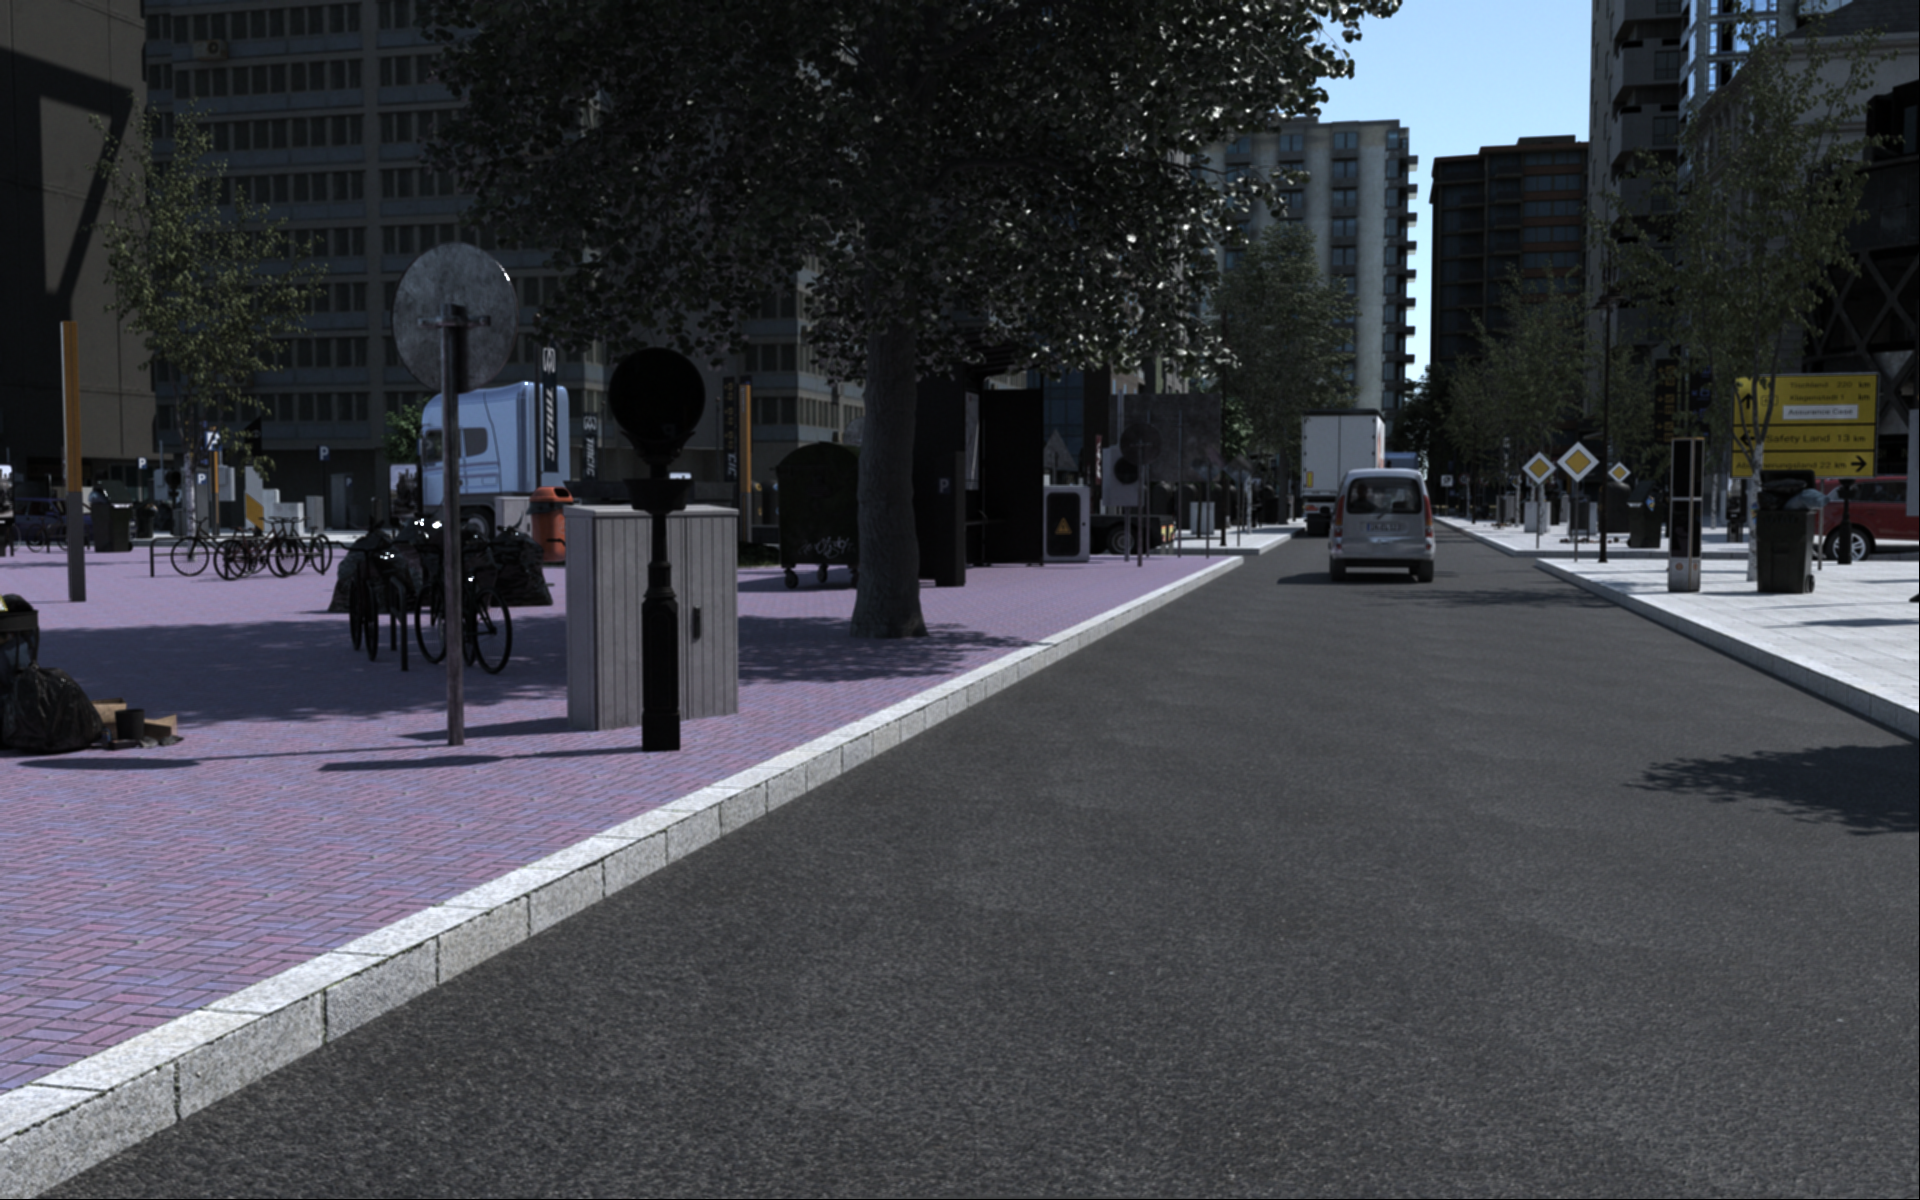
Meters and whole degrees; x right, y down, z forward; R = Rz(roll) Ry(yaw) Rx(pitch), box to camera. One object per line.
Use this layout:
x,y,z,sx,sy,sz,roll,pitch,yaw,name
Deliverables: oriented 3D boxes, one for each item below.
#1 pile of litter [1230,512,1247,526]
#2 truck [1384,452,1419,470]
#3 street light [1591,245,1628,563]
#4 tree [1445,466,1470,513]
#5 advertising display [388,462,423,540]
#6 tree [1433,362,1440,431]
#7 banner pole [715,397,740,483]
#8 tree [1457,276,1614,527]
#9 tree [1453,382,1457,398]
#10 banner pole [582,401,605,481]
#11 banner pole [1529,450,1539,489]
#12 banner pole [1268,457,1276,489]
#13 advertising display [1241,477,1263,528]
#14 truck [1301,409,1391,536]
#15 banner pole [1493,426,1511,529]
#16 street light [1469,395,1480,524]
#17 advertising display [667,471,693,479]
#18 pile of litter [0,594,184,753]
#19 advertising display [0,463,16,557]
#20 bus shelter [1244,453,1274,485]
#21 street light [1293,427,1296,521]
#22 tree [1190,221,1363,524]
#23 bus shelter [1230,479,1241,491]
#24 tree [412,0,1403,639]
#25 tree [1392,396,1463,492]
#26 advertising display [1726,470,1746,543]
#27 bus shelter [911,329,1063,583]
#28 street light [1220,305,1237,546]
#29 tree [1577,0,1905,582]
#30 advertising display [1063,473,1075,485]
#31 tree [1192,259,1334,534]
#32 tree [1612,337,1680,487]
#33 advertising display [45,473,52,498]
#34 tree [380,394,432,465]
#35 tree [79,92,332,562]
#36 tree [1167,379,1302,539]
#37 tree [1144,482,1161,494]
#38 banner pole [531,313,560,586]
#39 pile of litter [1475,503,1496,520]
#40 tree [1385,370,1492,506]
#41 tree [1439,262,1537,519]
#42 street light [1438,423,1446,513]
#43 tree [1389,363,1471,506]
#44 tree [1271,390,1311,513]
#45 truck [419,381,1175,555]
11.494,-3.478,70.830,1.176,0.858,1.719,2,4,29,pile of litter
26.773,-7.083,105.564,2.967,4.110,18.799,1,4,14,truck
12.057,-3.640,32.307,0.468,5.910,1.993,1,4,13,street light
33.702,-7.514,117.449,1.663,3.219,1.824,0,3,0,tree
-11.398,-1.860,35.630,0.974,1.923,0.123,3,4,36,advertising display
26.189,-8.467,88.801,4.737,8.622,4.395,0,3,0,tree
-6.056,-3.359,44.944,0.863,3.779,0.401,0,4,7,banner pole
19.826,-6.683,59.627,4.360,8.622,3.978,0,3,0,tree
21.499,-7.135,67.016,4.360,8.622,3.978,0,3,0,tree
-9.808,-3.465,46.671,0.863,3.779,0.401,-3,5,-40,banner pole
32.474,-6.591,97.782,0.863,3.779,0.401,-1,4,-21,banner pole
19.816,-7.361,110.376,0.401,3.779,0.863,-3,5,-40,banner pole
11.070,-3.698,65.682,0.974,1.923,0.123,-2,4,-30,advertising display
13.969,-4.498,62.457,2.839,4.237,11.283,1,4,15,truck
19.944,-4.497,63.549,0.863,3.779,0.401,-3,5,-41,banner pole
22.193,-6.230,74.648,0.468,5.910,1.993,1,4,13,street light
-7.798,-2.627,48.161,0.123,1.923,0.974,2,4,33,advertising display
-4.887,0.302,9.021,1.719,0.858,1.176,2,4,27,pile of litter
-19.643,-1.839,35.278,0.123,1.923,0.974,1,4,10,advertising display
17.613,-6.838,103.079,1.731,3.624,6.357,1,4,14,bus shelter
15.683,-6.623,81.080,0.468,5.910,1.993,1,4,13,street light
13.235,-9.467,72.917,7.486,12.596,7.792,0,3,0,tree
12.732,-5.745,85.212,1.731,3.624,6.357,1,4,14,bus shelter
-0.585,-6.651,15.396,9.857,13.997,8.962,0,3,0,tree
45.762,-14.873,168.936,9.928,11.665,9.643,0,3,0,tree
20.504,-2.482,45.788,0.123,1.923,0.974,0,4,3,advertising display
0.291,-2.239,27.893,1.731,3.624,6.357,1,4,14,bus shelter
6.503,-4.271,42.612,0.468,5.910,1.993,1,4,13,street light
11.599,-4.591,25.432,4.737,8.622,4.395,0,3,0,tree
3.390,-2.974,53.845,0.123,1.923,0.974,1,4,20,advertising display
9.442,-6.393,54.894,4.360,8.622,3.978,0,3,0,tree
32.062,-8.057,82.087,4.360,8.622,3.978,0,3,0,tree
-28.007,-2.937,53.242,0.123,1.923,0.974,-2,4,-25,advertising display
-17.531,-4.486,57.060,4.285,4.588,4.351,0,3,0,tree
-14.280,-5.013,32.317,4.737,8.622,4.395,0,3,0,tree
6.819,-4.025,49.520,4.285,4.588,4.351,0,3,0,tree
11.100,-6.437,99.846,1.663,3.219,1.824,0,3,0,tree
-5.815,-2.097,24.302,0.401,3.779,0.863,1,4,13,banner pole
26.451,-4.446,86.661,1.719,0.858,1.176,0,4,-2,pile of litter
35.655,-11.937,129.583,8.767,10.594,7.601,-2,4,-23,tree
17.842,-6.313,53.580,4.737,8.622,4.395,0,3,0,tree
31.344,-8.566,112.843,0.468,5.910,1.993,1,4,13,street light
41.021,-14.142,149.354,7.486,12.596,7.792,0,3,0,tree
22.666,-10.067,114.953,4.737,8.622,4.395,0,3,0,tree
-4.458,-3.124,40.829,18.799,4.110,2.967,1,4,14,truck
